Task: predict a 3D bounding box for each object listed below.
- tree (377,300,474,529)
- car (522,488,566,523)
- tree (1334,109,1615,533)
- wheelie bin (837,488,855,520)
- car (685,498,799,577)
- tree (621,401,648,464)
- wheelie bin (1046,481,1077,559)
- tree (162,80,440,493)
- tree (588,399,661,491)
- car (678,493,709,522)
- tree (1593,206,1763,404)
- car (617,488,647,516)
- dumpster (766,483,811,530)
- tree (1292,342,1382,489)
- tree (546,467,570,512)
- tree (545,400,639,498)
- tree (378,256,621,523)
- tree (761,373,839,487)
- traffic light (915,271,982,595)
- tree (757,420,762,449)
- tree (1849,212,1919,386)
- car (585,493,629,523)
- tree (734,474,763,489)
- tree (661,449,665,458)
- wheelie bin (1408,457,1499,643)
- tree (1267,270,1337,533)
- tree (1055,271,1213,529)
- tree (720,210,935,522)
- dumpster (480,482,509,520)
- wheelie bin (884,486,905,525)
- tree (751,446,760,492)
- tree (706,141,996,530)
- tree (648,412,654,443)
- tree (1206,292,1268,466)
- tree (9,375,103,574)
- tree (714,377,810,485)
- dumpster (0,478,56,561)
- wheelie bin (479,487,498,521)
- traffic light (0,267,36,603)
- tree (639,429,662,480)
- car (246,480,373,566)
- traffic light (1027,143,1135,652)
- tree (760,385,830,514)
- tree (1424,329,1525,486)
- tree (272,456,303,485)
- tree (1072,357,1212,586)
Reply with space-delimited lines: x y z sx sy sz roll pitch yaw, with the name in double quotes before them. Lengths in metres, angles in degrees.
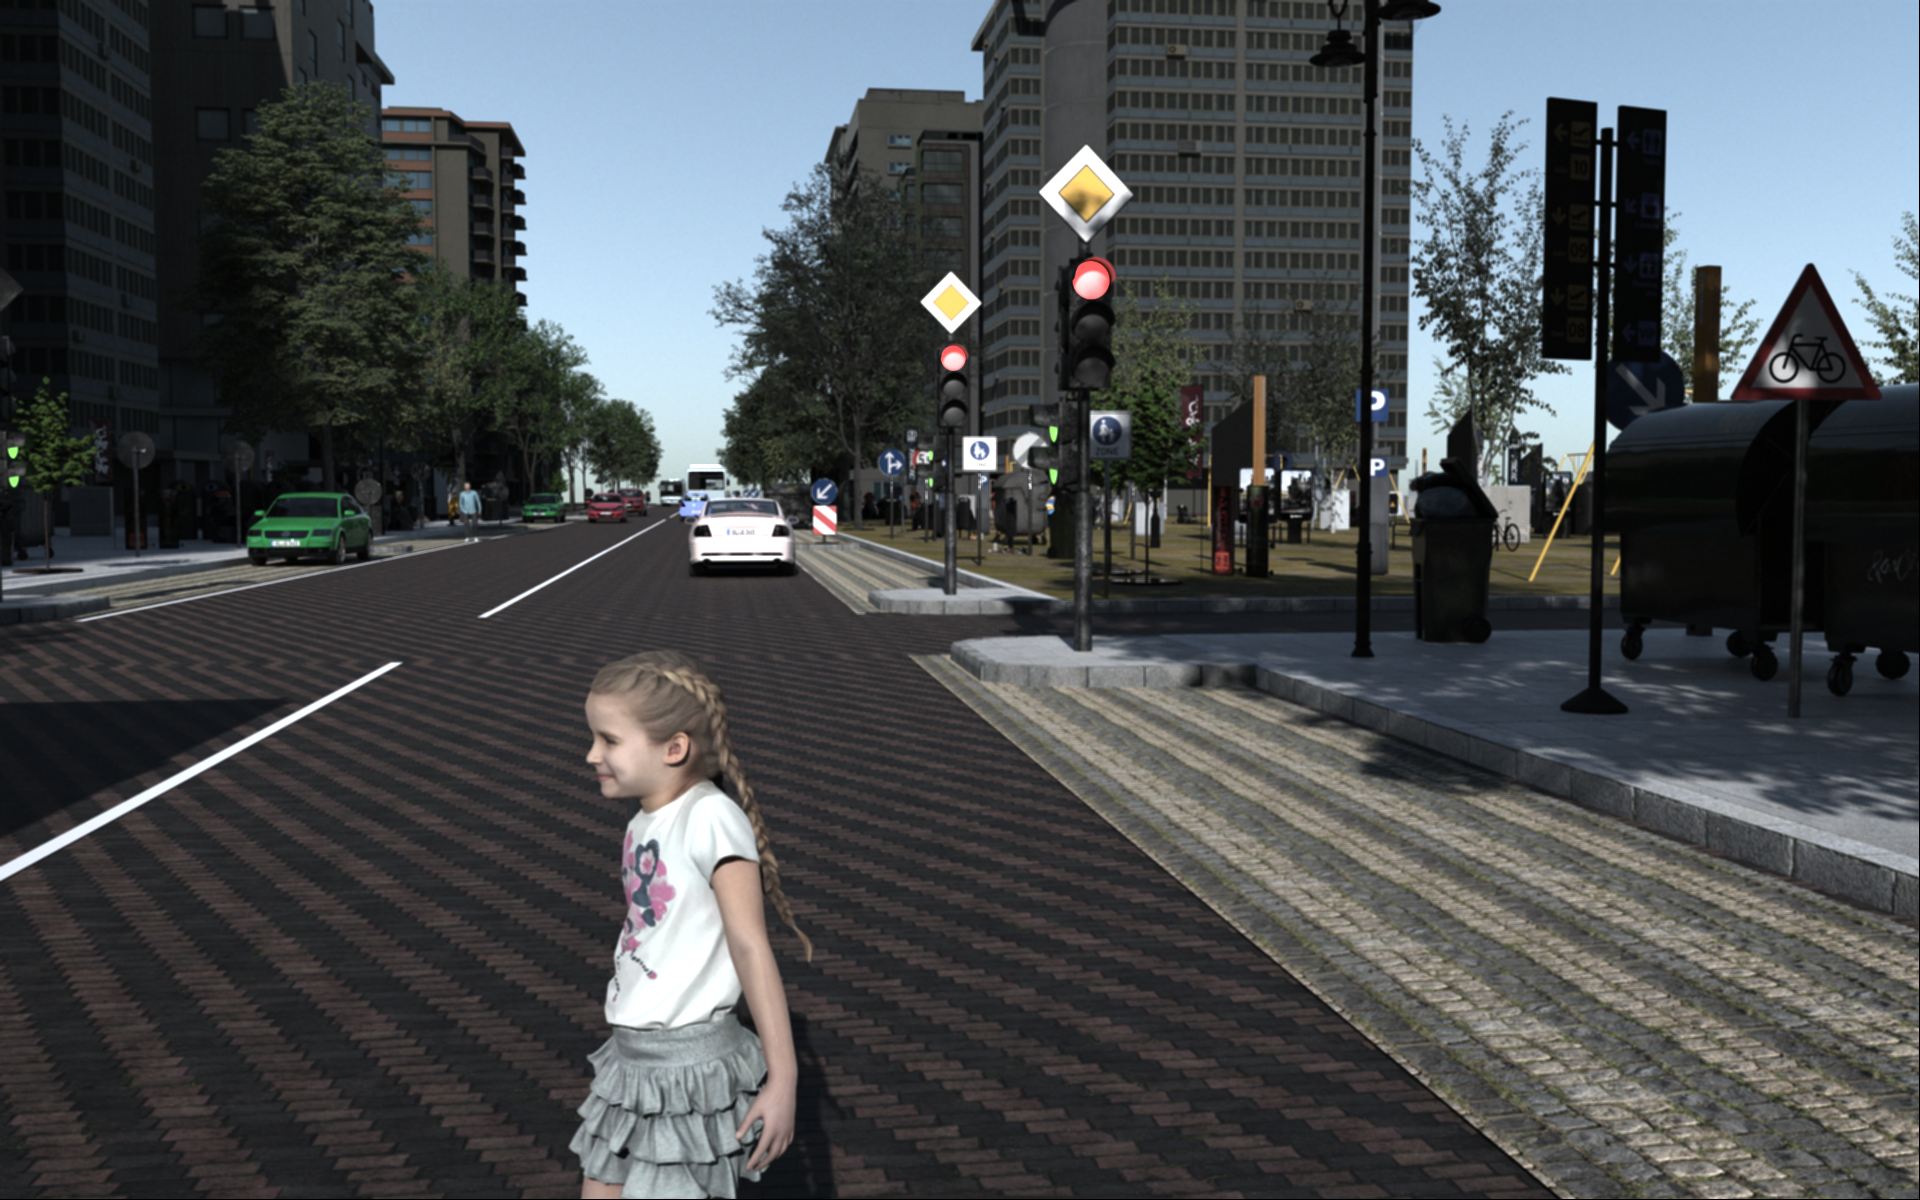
"tree" -19.753 -6.910 63.348 4.737 8.622 4.395 0 3 0
"car" -20.486 -4.678 85.288 1.959 1.807 4.718 0 4 -8
"tree" 10.328 -5.088 33.557 4.360 8.622 3.978 0 3 0
"wheelie bin" -5.614 -4.710 84.910 0.980 1.594 0.693 -2 4 -29
"car" -3.970 -1.174 31.556 2.083 1.381 4.827 0 4 -7
"tree" -25.635 -10.848 103.128 9.928 11.665 9.643 0 3 0
"wheelie bin" 2.172 -1.611 34.254 0.980 1.594 0.693 -3 4 -38
"tree" -18.081 -7.953 48.166 7.486 12.596 7.792 0 3 0
"tree" -40.392 -17.648 206.666 7.486 12.596 7.792 0 3 0
"car" -13.972 -5.027 91.777 1.945 1.707 3.694 0 4 -8
"tree" 17.850 -5.751 44.388 4.737 8.622 4.395 0 3 0
"car" -21.553 -6.378 112.956 2.281 1.827 5.304 0 4 -7
"dumpster" -6.847 -3.715 68.956 1.865 1.857 1.264 0 4 -7
"tree" 17.826 -7.976 80.775 4.737 8.622 4.395 0 3 0
"tree" -28.771 -7.896 123.708 1.663 3.219 1.824 0 3 0
"tree" -33.652 -13.425 153.908 7.601 10.594 8.767 -2 4 -25
"tree" -22.154 -9.214 76.406 9.928 11.665 9.643 0 3 0
"tree" -8.136 -9.064 98.555 4.737 8.622 4.395 0 3 0
"traffic light" -0.138 -2.021 21.967 0.839 4.253 0.868 0 4 -8
"tree" -13.650 -11.149 132.640 4.737 8.622 4.395 0 3 0
"tree" 24.829 -5.716 43.817 4.737 8.622 4.395 0 3 0
"car" -17.718 -4.773 87.080 2.155 1.783 4.494 -1 4 -9
"tree" -28.504 -19.900 243.492 7.486 12.596 7.792 0 3 0
"tree" -46.979 -20.446 252.425 7.486 12.596 7.792 0 3 0
"wheelie bin" 4.283 -0.441 15.124 0.693 1.594 0.980 0 4 3
"tree" 12.250 -6.489 56.451 4.360 8.622 3.978 0 3 0
"tree" 6.022 -6.503 56.687 4.737 8.622 4.395 0 3 0
"tree" -5.301 -10.565 79.396 9.857 13.997 8.962 0 3 0
"dumpster" -23.001 -4.878 85.517 1.264 1.857 1.865 0 4 -8
"wheelie bin" -2.677 -3.852 70.881 0.980 1.594 0.693 2 4 24
"tree" -20.020 -14.080 180.566 4.360 8.622 3.978 0 3 0
"tree" -3.762 -9.239 61.422 12.009 13.543 11.850 0 3 0
"tree" -37.172 -15.944 186.435 9.928 11.665 9.643 0 3 0
"tree" 11.264 -6.950 63.989 4.360 8.622 3.978 0 3 0
"tree" -14.795 -2.059 28.259 1.663 3.219 1.824 0 3 0
"tree" -18.103 -15.107 164.013 9.611 12.733 9.660 0 3 0
"dumpster" -18.654 -1.722 33.909 1.264 1.857 1.865 0 4 -8
"wheelie bin" -22.304 -4.523 81.862 0.980 1.594 0.693 -3 5 -41
"traffic light" -11.384 -1.923 20.356 0.839 4.253 0.868 0 4 -8
"tree" -44.192 -18.414 235.487 7.601 10.594 8.767 0 4 5
"car" -13.388 -1.652 35.808 1.959 1.807 4.718 0 4 -8
"traffic light" 0.988 -1.538 14.061 0.839 4.253 0.868 0 4 -8
"tree" -9.879 -9.885 111.975 4.360 8.622 3.978 0 3 0
"tree" 21.838 -7.471 72.520 4.737 8.622 4.395 0 3 0
"tree" -34.209 -5.707 87.904 1.663 3.219 1.824 0 3 0
"tree" 2.785 -1.832 24.557 1.663 3.219 1.824 0 3 0
